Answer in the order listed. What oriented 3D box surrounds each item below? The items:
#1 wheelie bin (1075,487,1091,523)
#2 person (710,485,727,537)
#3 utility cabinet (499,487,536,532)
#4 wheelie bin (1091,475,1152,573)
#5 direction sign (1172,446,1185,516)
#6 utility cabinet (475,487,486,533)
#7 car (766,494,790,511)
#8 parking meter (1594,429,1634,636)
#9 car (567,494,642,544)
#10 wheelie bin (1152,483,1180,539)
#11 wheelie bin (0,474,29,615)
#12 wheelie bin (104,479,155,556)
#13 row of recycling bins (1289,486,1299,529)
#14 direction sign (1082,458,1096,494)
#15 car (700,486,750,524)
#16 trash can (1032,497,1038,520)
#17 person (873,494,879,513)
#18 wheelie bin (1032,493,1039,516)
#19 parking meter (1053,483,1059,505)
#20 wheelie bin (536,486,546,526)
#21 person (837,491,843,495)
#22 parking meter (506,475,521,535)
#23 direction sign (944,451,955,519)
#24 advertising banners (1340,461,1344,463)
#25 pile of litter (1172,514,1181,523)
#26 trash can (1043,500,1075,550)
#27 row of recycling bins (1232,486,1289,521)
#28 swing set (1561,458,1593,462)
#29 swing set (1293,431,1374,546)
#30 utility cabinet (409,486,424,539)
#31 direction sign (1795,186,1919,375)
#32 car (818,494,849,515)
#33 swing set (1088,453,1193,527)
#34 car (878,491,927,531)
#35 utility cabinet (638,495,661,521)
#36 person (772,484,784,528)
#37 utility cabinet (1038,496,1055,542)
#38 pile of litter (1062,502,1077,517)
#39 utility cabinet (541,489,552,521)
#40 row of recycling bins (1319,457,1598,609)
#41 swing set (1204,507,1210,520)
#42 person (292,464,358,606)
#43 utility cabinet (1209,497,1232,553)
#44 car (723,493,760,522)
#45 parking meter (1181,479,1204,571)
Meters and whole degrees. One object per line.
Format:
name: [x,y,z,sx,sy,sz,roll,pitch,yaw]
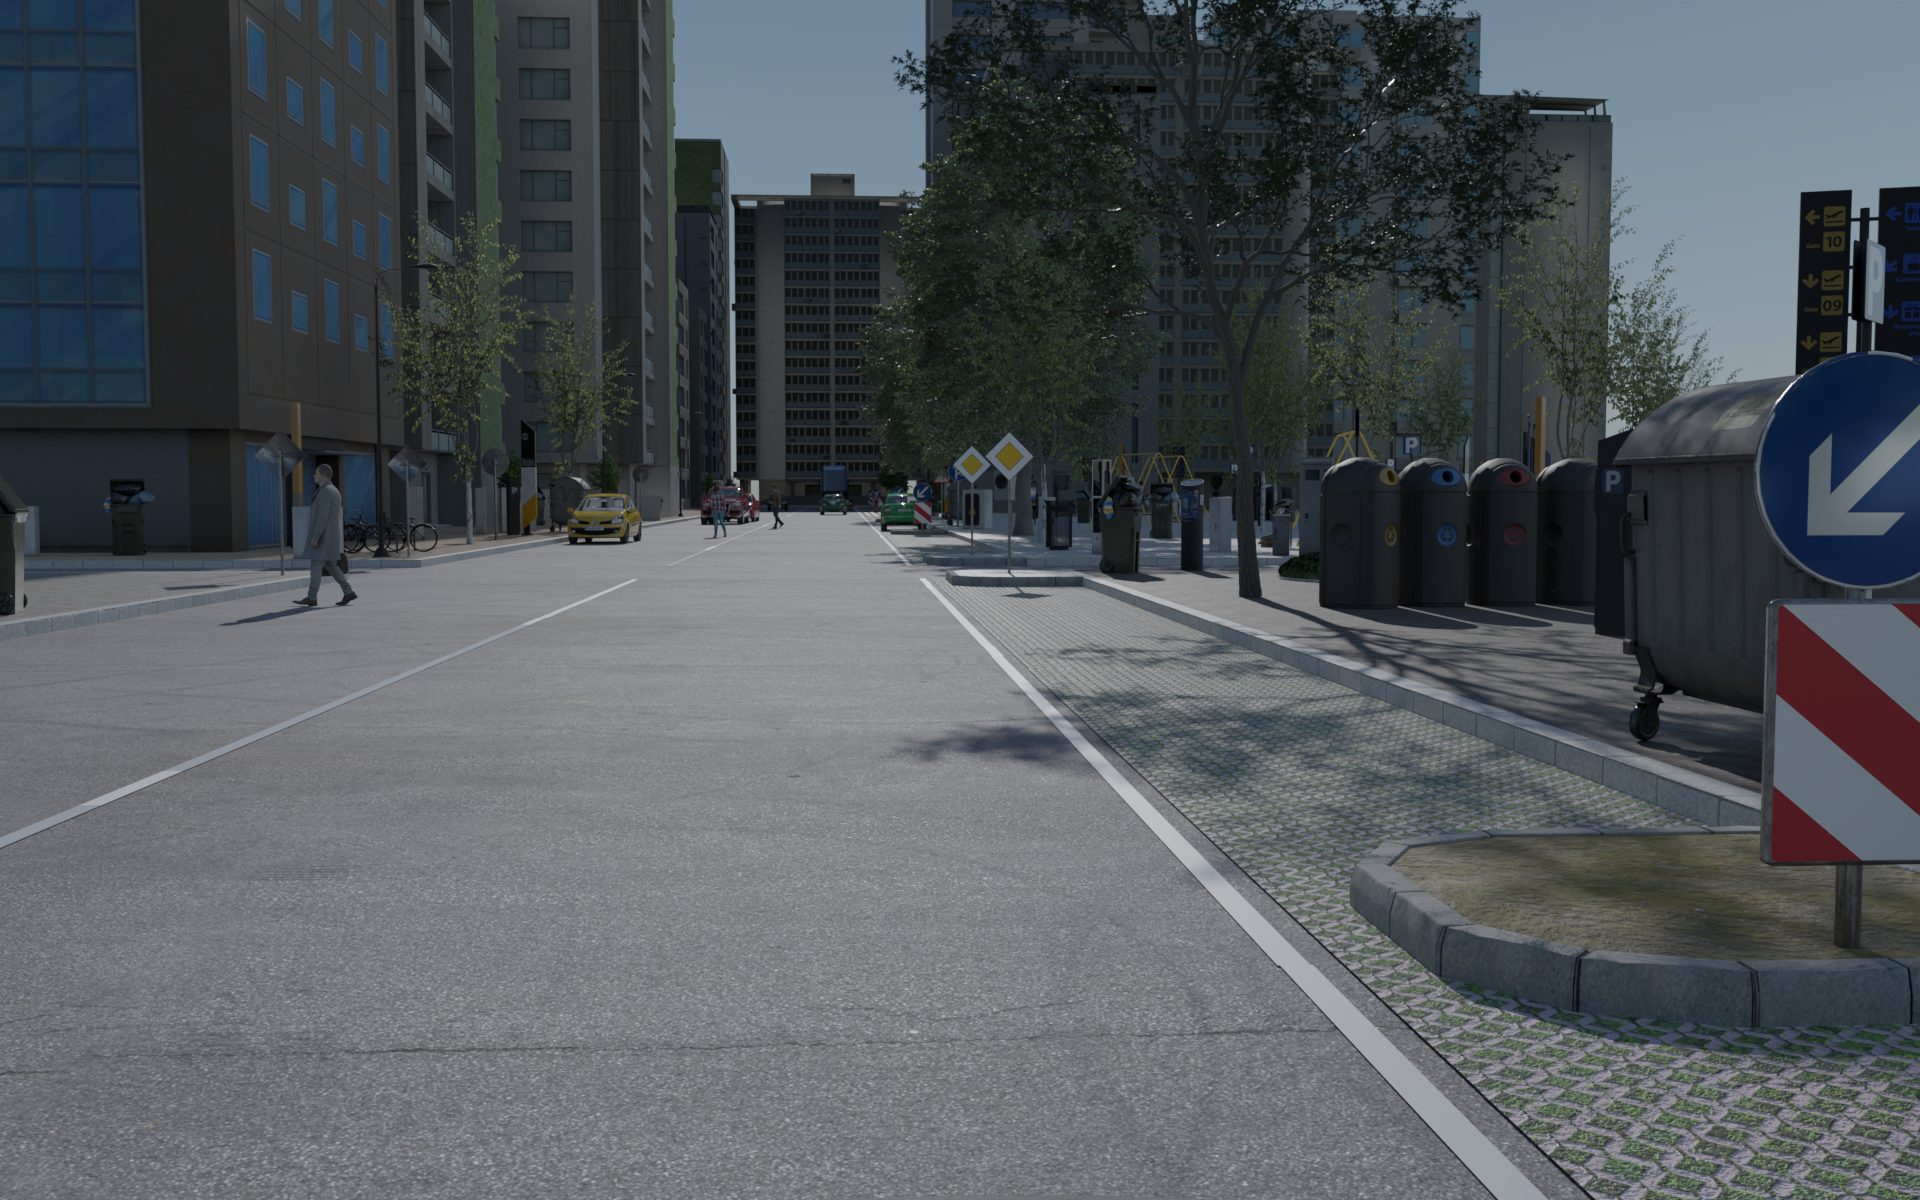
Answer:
wheelie bin: [5.464,-4.198,76.549,0.693,1.594,0.980,1,4,11]
person: [-8.076,-2.964,57.798,0.563,1.720,0.643,-2,4,-27]
utility cabinet: [-14.950,-3.049,58.537,1.173,1.500,0.318,-2,4,-30]
wheelie bin: [2.647,-1.247,28.294,0.693,1.594,0.980,1,4,19]
direction sign: [10.421,-5.540,82.578,0.379,3.537,0.876,-2,4,-33]
utility cabinet: [-15.665,-2.929,56.571,0.318,1.500,1.173,-1,4,-13]
car: [-15.581,-8.457,148.050,2.009,1.686,4.222,0,4,-6]
parking meter: [5.998,-0.614,15.754,0.255,1.863,0.399,-2,4,-31]
car: [-10.495,-2.508,51.235,2.015,1.641,3.980,0,4,-2]
wheelie bin: [5.834,-2.566,49.869,0.980,1.594,0.693,0,4,3]
wheelie bin: [-10.381,-0.647,18.489,0.693,1.594,0.980,-1,4,-17]
wheelie bin: [-17.338,-1.728,36.164,0.980,1.594,0.693,-2,4,-23]
row of recycling bins: [13.692,-3.356,61.978,3.534,1.692,1.069,-1,4,-21]
direction sign: [8.027,-7.068,107.565,0.876,3.537,0.379,1,4,18]
car: [-11.307,-4.582,83.596,2.281,1.827,5.304,0,4,-2]
trash can: [3.645,-4.634,87.422,0.748,1.137,0.748,0,3,0]
person: [-6.279,-7.222,129.808,0.421,1.427,0.697,1,4,12]
wheelie bin: [4.278,-5.669,100.598,0.693,1.594,0.980,0,4,-4]
parking meter: [5.148,-5.353,93.239,0.255,1.863,0.399,-1,4,-8]
wheelie bin: [-17.276,-3.822,70.392,0.980,1.594,0.693,2,4,34]
person: [-9.884,-8.209,143.527,0.445,1.727,0.742,1,4,17]
parking meter: [-13.991,-2.970,54.275,0.399,1.863,0.255,-3,4,-37]
direction sign: [-0.551,-6.019,90.403,0.379,3.537,0.876,-3,5,-41]
advertising banners: [20.375,-5.772,90.568,0.090,3.025,2.074,-1,4,-18]
pile of litter: [9.541,-3.929,78.211,1.719,0.858,1.176,0,4,1]
trash can: [2.268,-1.713,39.655,0.748,1.137,0.748,0,3,0]
row of recycling bins: [14.701,-4.670,83.471,3.534,1.692,1.069,-2,4,-29]
swing set: [27.408,-4.871,77.259,2.862,2.851,3.119,0,4,-3]
swing set: [9.815,-2.824,43.791,2.862,2.851,3.119,0,4,5]
utility cabinet: [-15.391,-2.465,48.975,0.318,1.500,1.173,-1,4,-9]
direction sign: [6.715,-1.281,12.949,0.876,3.537,0.379,1,4,18]
car: [-8.757,-6.619,120.024,2.131,1.459,4.920,0,4,-3]
swing set: [6.948,-4.229,66.763,2.862,2.851,3.119,-2,4,-26]
car: [-2.256,-3.646,68.405,1.959,1.807,4.718,0,4,-3]
utility cabinet: [-14.975,-4.429,83.574,1.020,1.237,0.306,0,4,-3]
person: [-7.705,-3.936,72.768,0.656,1.842,0.836,2,4,34]
utility cabinet: [2.330,-2.151,46.323,0.306,1.237,1.020,1,4,13]
pile of litter: [6.233,-5.243,99.681,1.176,0.858,1.719,1,4,18]
utility cabinet: [-19.346,-4.399,80.604,1.173,1.500,0.318,-1,4,-16]
row of recycling bins: [5.826,-0.787,19.976,3.534,1.692,1.069,-1,4,-13]
swing set: [8.528,-4.516,71.455,2.862,2.851,3.119,-1,4,-19]
person: [-8.176,-0.835,22.252,0.767,1.812,0.694,0,4,-6]
utility cabinet: [5.770,-1.668,38.430,0.306,1.237,1.020,0,4,-4]
car: [-11.449,-4.964,90.199,2.155,1.783,4.494,0,4,-2]
parking meter: [3.901,-1.265,29.089,0.372,1.533,0.369,0,3,0]
